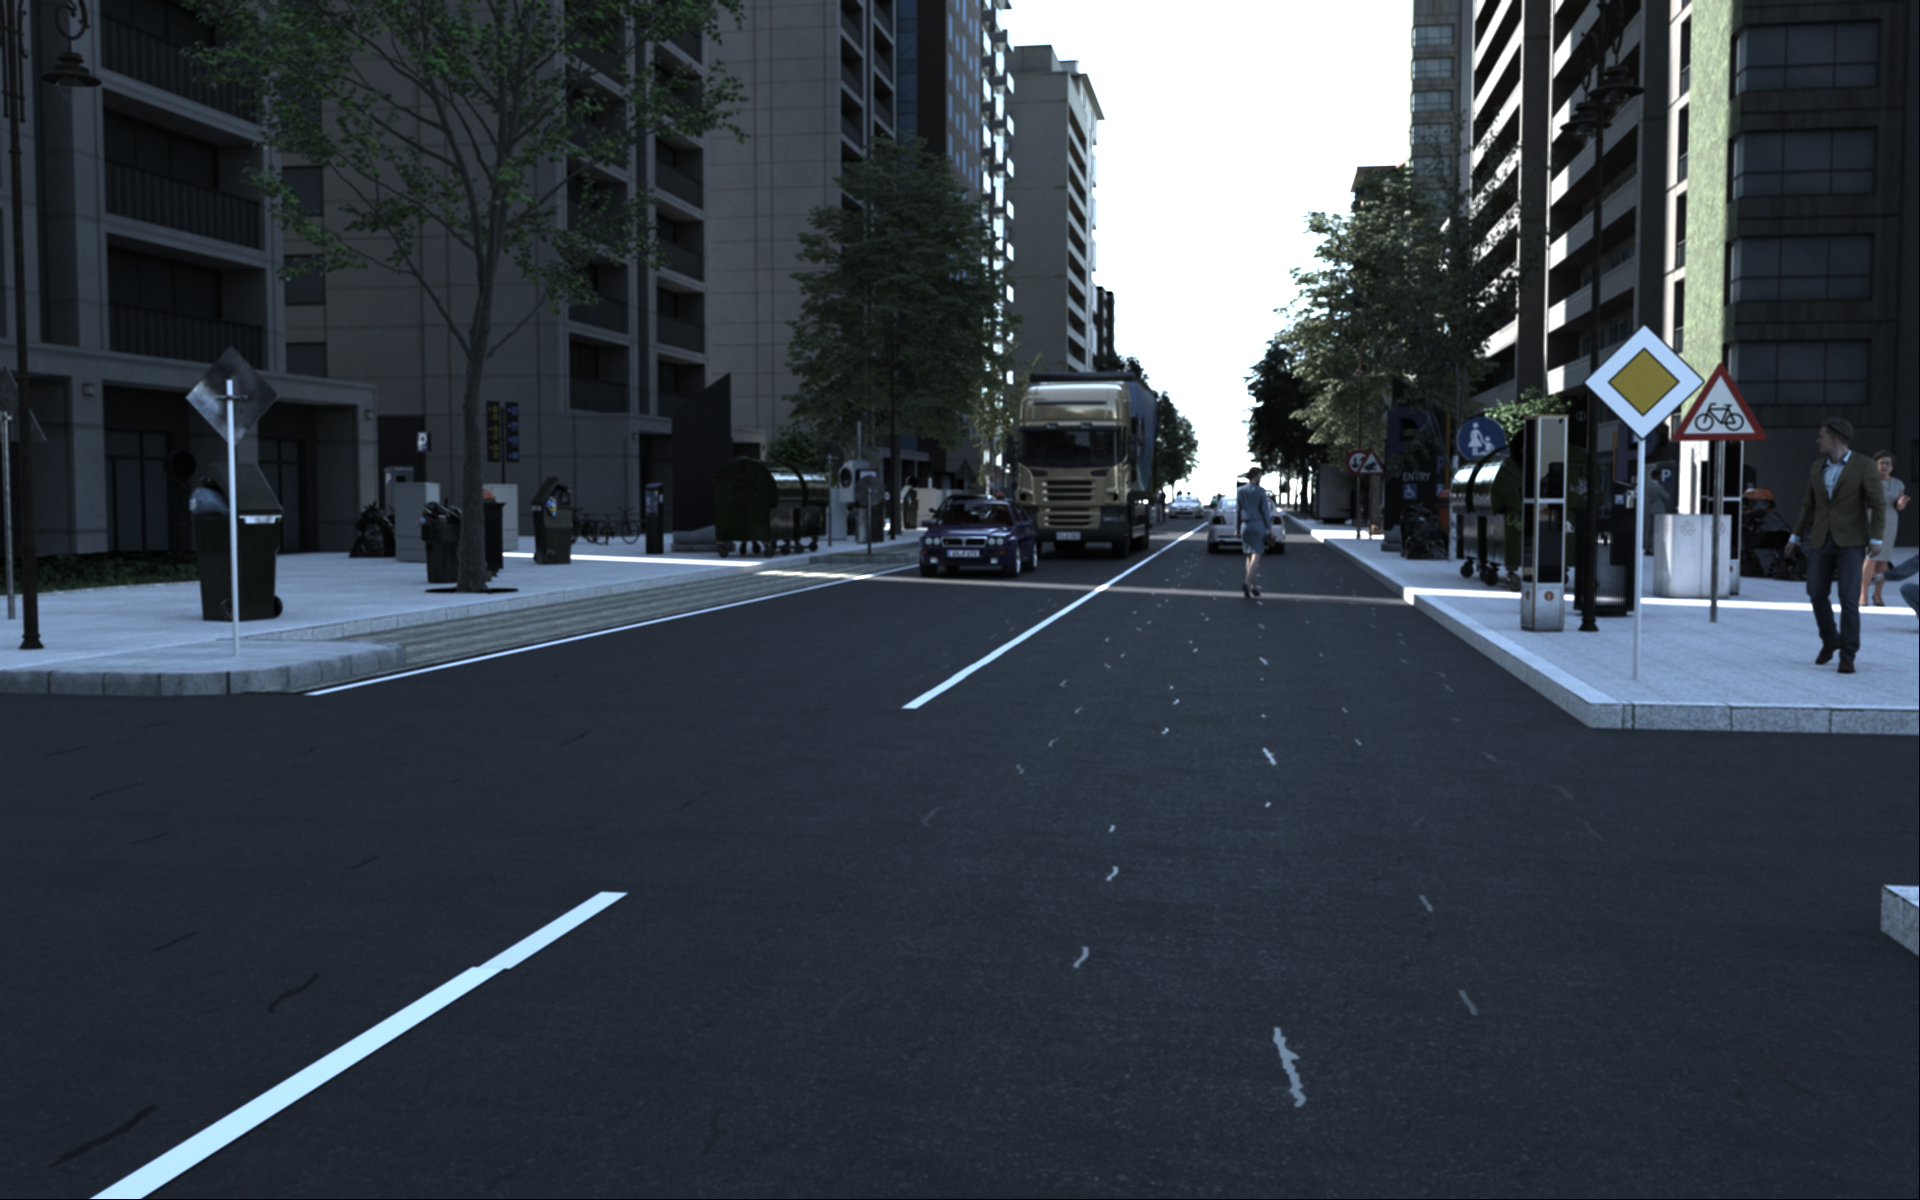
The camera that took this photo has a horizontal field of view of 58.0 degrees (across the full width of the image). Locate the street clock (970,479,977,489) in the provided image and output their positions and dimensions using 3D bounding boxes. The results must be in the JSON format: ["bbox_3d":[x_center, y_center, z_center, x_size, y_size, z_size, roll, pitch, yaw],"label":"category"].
[{"bbox_3d":[0.711,-4.814,83.278,0.358,2.002,0.471,2,4,34],"label":"street clock"}]

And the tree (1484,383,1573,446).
[{"bbox_3d":[17.107,-4.149,51.546,4.285,4.588,4.351,0,3,0],"label":"tree"}]

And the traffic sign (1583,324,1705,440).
[{"bbox_3d":[4.697,-0.594,11.903,0.795,2.593,0.064,1,4,10],"label":"traffic sign"}]

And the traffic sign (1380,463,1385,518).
[{"bbox_3d":[17.359,-4.358,71.356,0.768,2.556,0.104,1,4,15],"label":"traffic sign"}]

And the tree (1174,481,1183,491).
[{"bbox_3d":[29.040,-17.508,236.622,4.737,8.622,4.395,0,3,0],"label":"tree"}]

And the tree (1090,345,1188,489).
[{"bbox_3d":[12.063,-13.213,133.041,9.611,12.733,9.660,0,3,0],"label":"tree"}]

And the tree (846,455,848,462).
[{"bbox_3d":[-5.123,-4.842,73.772,1.663,3.219,1.824,0,3,0],"label":"tree"}]

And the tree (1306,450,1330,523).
[{"bbox_3d":[16.138,-4.982,76.065,1.663,3.219,1.824,0,3,0],"label":"tree"}]

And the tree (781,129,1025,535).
[{"bbox_3d":[-1.623,-8.337,54.434,7.486,12.596,7.792,0,3,0],"label":"tree"}]

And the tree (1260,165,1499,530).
[{"bbox_3d":[14.598,-8.668,59.855,7.486,12.596,7.792,0,3,0],"label":"tree"}]

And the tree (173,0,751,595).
[{"bbox_3d":[-6.215,-5.903,22.264,9.928,11.665,9.643,0,3,0],"label":"tree"}]

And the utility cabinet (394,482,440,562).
[{"bbox_3d":[-10.213,-1.465,32.636,1.173,1.500,0.318,3,5,44],"label":"utility cabinet"}]

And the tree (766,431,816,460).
[{"bbox_3d":[-8.725,-6.406,88.450,4.285,4.588,4.351,0,3,0],"label":"tree"}]

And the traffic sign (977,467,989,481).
[{"bbox_3d":[1.172,-4.938,80.839,0.768,2.556,0.104,1,4,14],"label":"traffic sign"}]

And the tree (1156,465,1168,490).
[{"bbox_3d":[19.582,-11.783,176.364,4.285,4.588,4.351,0,3,0],"label":"tree"}]

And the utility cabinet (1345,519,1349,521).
[{"bbox_3d":[17.714,-4.279,81.118,1.020,1.237,0.306,-1,4,-21],"label":"utility cabinet"}]

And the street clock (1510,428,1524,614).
[{"bbox_3d":[6.120,-0.851,18.490,0.471,2.002,0.358,2,4,32],"label":"street clock"}]

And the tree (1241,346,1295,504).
[{"bbox_3d":[41.600,-22.236,219.442,12.611,20.169,13.585,0,3,0],"label":"tree"}]

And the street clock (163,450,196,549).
[{"bbox_3d":[-12.903,-1.475,28.686,0.358,2.002,0.471,2,4,30],"label":"street clock"}]

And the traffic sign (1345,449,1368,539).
[{"bbox_3d":[11.280,-2.989,48.976,0.768,2.556,0.104,1,4,16],"label":"traffic sign"}]

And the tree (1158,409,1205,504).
[{"bbox_3d":[28.351,-18.882,226.850,7.486,12.596,7.792,0,3,0],"label":"tree"}]

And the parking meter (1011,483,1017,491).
[{"bbox_3d":[2.748,-5.056,88.382,0.255,1.863,0.399,-1,4,-13],"label":"parking meter"}]

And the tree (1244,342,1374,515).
[{"bbox_3d":[21.332,-10.446,105.206,8.767,10.594,7.601,1,4,18],"label":"tree"}]

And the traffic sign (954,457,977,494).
[{"bbox_3d":[0.187,-3.744,61.210,0.884,2.594,0.081,1,4,19],"label":"traffic sign"}]

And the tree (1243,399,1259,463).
[{"bbox_3d":[29.169,-14.465,154.623,7.486,12.596,7.792,0,3,0],"label":"tree"}]

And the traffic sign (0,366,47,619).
[{"bbox_3d":[-9.717,-1.080,17.669,0.884,2.594,0.081,1,4,11],"label":"traffic sign"}]

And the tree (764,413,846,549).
[{"bbox_3d":[-3.756,-2.846,41.134,1.663,3.219,1.824,0,3,0],"label":"tree"}]

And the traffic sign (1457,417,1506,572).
[{"bbox_3d":[8.578,-1.741,28.566,0.768,2.556,0.104,1,4,13],"label":"traffic sign"}]

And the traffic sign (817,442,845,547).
[{"bbox_3d":[-3.181,-2.580,42.288,0.768,2.556,0.104,1,4,16],"label":"traffic sign"}]

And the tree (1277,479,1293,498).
[{"bbox_3d":[36.992,-12.394,197.241,1.663,3.219,1.824,0,3,0],"label":"tree"}]

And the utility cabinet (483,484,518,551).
[{"bbox_3d":[-10.290,-1.835,38.678,0.318,1.500,1.173,1,4,12],"label":"utility cabinet"}]

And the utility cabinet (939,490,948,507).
[{"bbox_3d":[-1.267,-4.765,86.584,1.173,1.500,0.318,3,5,40],"label":"utility cabinet"}]

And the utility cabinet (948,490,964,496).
[{"bbox_3d":[-0.238,-4.871,88.317,0.318,1.500,1.173,2,4,34],"label":"utility cabinet"}]

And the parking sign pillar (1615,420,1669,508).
[{"bbox_3d":[18.439,-3.572,46.867,1.447,3.967,1.447,3,5,44],"label":"parking sign pillar"}]

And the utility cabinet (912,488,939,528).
[{"bbox_3d":[-1.480,-3.411,64.443,1.173,1.500,0.318,-1,4,-21],"label":"utility cabinet"}]

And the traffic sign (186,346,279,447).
[{"bbox_3d":[-5.746,-0.703,13.685,0.795,2.593,0.064,1,4,10],"label":"traffic sign"}]

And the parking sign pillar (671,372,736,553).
[{"bbox_3d":[-5.728,-3.062,38.543,1.447,3.967,1.447,0,3,0],"label":"parking sign pillar"}]

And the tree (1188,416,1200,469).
[{"bbox_3d":[20.829,-16.424,185.547,9.611,12.733,9.660,0,3,0],"label":"tree"}]

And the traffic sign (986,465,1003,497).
[{"bbox_3d":[1.505,-4.671,76.476,0.768,2.556,0.104,1,4,14],"label":"traffic sign"}]

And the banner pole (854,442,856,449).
[{"bbox_3d":[-4.926,-5.679,82.869,0.401,3.779,0.863,1,4,18],"label":"banner pole"}]

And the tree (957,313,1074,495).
[{"bbox_3d":[1.315,-7.244,68.804,4.737,8.622,4.395,0,3,0],"label":"tree"}]

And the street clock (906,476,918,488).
[{"bbox_3d":[-1.945,-4.024,70.363,0.471,2.002,0.358,-1,4,-15],"label":"street clock"}]

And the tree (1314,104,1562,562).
[{"bbox_3d":[9.184,-5.043,32.817,4.360,8.622,3.978,0,3,0],"label":"tree"}]

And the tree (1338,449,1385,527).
[{"bbox_3d":[15.889,-4.481,67.859,1.663,3.219,1.824,0,3,0],"label":"tree"}]

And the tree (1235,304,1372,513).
[{"bbox_3d":[23.501,-12.882,117.271,9.857,13.997,8.962,0,3,0],"label":"tree"}]

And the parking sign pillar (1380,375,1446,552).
[{"bbox_3d":[10.174,-3.074,38.725,1.447,3.967,1.447,-3,5,-44],"label":"parking sign pillar"}]
